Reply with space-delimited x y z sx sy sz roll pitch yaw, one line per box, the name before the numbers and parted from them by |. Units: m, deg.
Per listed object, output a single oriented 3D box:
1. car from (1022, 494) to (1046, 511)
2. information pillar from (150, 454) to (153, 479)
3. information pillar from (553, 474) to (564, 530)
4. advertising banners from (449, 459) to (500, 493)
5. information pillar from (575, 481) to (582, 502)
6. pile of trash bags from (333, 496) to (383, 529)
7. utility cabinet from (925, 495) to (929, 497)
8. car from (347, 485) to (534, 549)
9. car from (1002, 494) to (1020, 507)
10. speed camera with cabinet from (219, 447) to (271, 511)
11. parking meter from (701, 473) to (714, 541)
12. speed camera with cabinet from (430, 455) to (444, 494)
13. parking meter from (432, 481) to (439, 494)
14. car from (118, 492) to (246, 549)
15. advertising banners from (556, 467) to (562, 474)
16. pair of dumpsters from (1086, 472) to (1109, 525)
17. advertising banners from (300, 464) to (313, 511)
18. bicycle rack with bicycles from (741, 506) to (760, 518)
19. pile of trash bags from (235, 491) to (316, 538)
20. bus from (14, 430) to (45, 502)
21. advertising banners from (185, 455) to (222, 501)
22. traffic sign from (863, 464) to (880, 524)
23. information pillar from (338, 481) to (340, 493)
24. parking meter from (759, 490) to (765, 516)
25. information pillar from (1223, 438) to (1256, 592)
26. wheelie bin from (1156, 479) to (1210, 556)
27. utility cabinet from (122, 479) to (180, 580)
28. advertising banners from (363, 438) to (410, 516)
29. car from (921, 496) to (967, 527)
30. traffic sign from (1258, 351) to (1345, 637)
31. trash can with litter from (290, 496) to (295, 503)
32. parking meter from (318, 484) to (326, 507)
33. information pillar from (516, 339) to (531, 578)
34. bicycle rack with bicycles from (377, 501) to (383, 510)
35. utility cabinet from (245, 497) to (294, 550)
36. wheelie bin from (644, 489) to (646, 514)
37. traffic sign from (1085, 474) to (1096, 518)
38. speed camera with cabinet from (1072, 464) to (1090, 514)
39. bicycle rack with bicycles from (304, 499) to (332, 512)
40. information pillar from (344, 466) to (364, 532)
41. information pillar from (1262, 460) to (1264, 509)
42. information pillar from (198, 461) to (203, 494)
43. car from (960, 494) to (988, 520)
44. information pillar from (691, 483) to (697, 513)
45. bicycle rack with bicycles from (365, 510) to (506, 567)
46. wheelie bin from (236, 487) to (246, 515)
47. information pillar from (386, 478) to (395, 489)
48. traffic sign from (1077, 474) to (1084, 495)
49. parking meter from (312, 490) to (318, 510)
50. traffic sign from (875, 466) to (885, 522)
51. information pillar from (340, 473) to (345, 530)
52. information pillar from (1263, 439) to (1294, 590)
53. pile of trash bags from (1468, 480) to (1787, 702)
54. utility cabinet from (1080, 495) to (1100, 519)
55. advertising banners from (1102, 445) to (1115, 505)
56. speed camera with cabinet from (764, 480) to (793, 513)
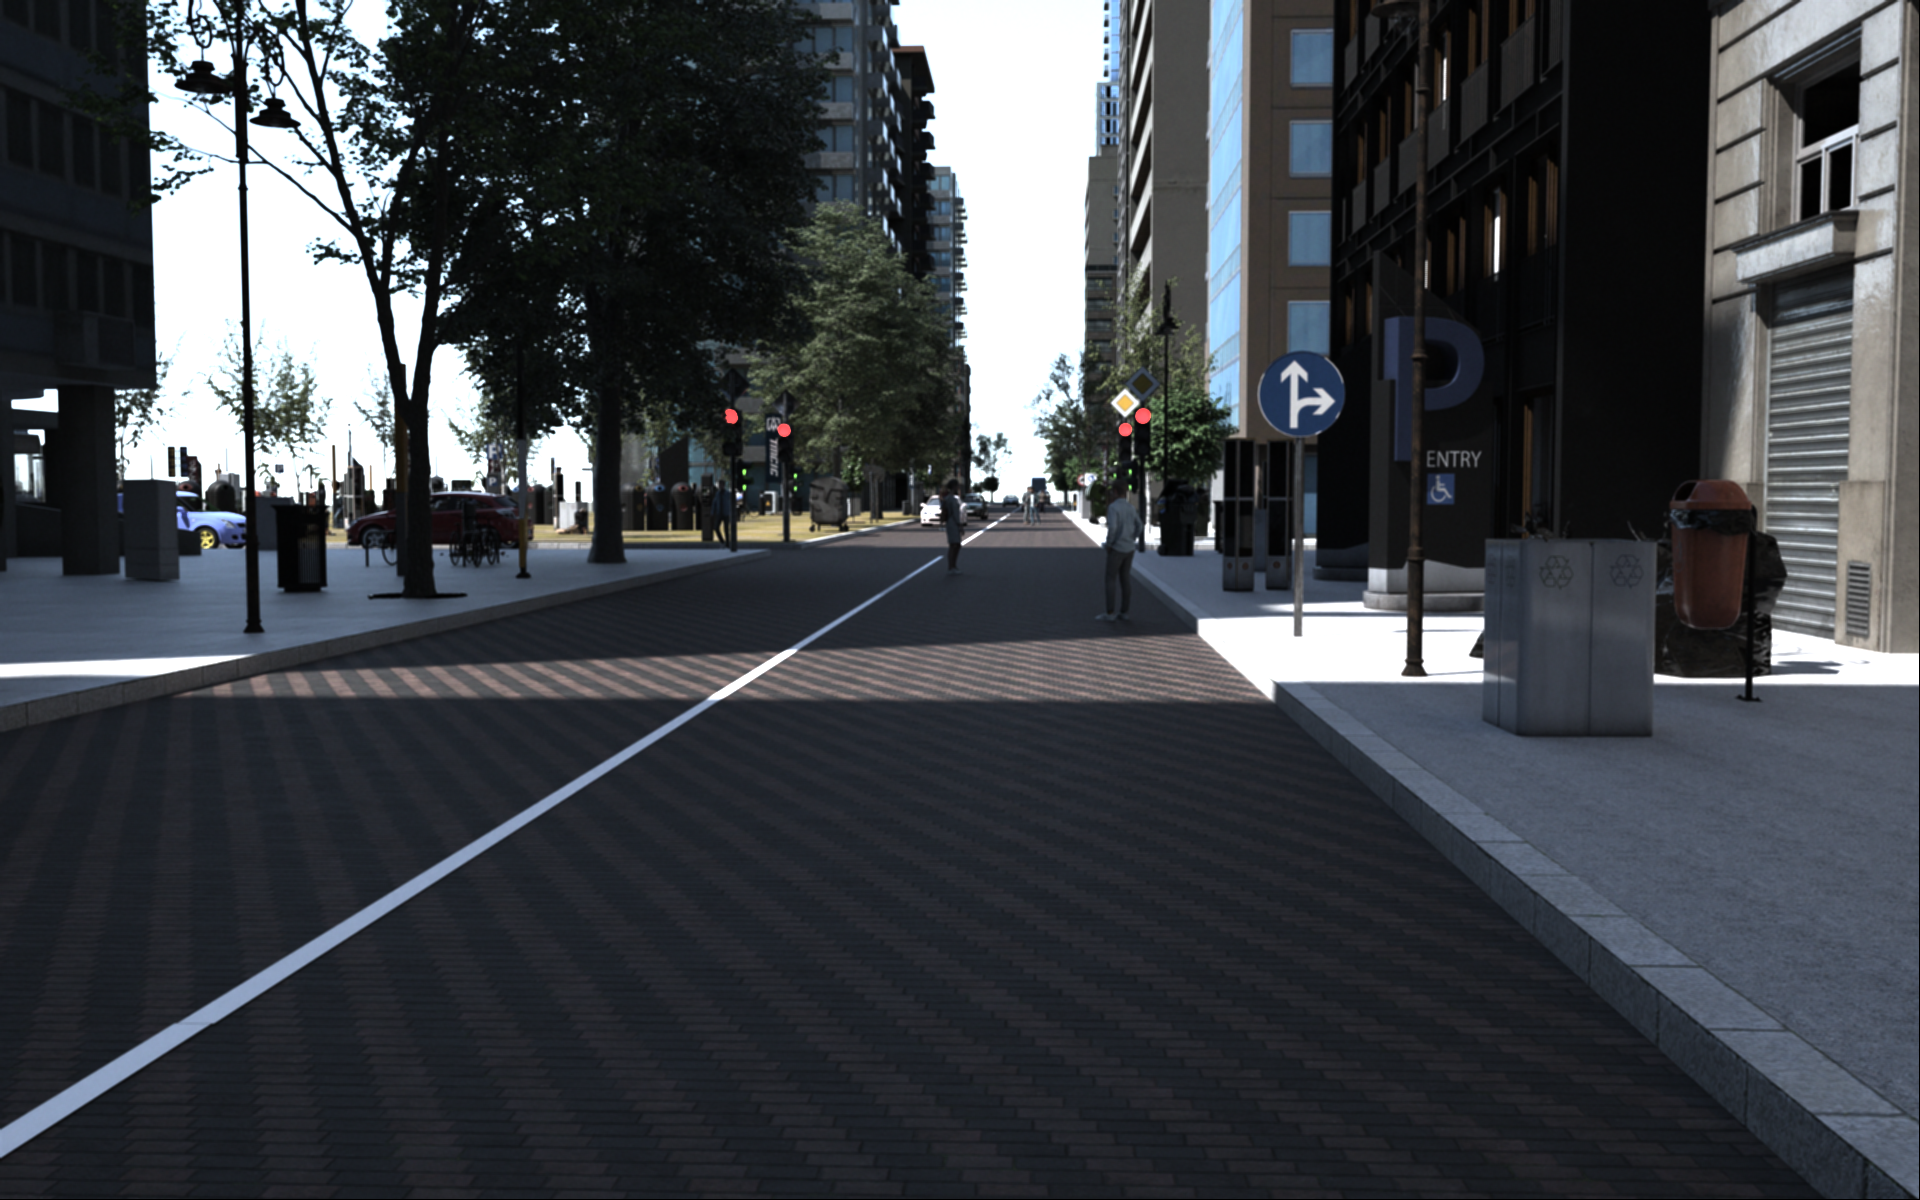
car | 6.141 -8.350 145.566 2.155 1.783 4.494 0 4 4
information pillar | -46.658 -6.645 100.007 0.183 3.616 0.504 -2 4 -34
information pillar | -14.364 -3.518 62.006 0.304 2.012 0.304 -2 4 -33
advertising banners | -18.659 -4.306 66.597 2.074 3.025 0.090 -1 4 -15
information pillar | -21.397 -5.665 97.113 0.304 2.012 0.304 0 4 2
pile of trash bags | -21.681 -3.389 65.155 1.912 1.369 3.447 3 5 41
utility cabinet | -2.553 -6.574 118.643 0.306 1.237 1.020 3 4 36
car | -12.754 -2.042 42.431 4.494 1.783 2.155 0 4 4
car | 5.762 -11.242 195.600 2.131 1.459 4.920 0 4 2
speed camera with cabinet | -30.225 -4.823 73.196 2.038 3.252 0.660 1 4 9
parking meter | -6.879 -2.536 47.169 0.255 1.863 0.399 0 4 5
speed camera with cabinet | -27.214 -5.713 87.748 2.038 3.252 0.660 -1 4 -20
parking meter | -23.633 -4.423 78.034 0.255 1.863 0.399 -2 4 -27
car | -19.900 -2.111 44.109 3.694 1.707 1.945 0 4 3
advertising banners | -25.953 -6.935 109.579 0.090 3.025 2.074 3 4 37
pair of dumpsters | 6.183 -4.357 73.730 1.574 2.255 4.437 0 4 3
advertising banners | -37.680 -6.344 99.910 0.090 3.025 2.074 0 4 0
bicycle rack with bicycles | -12.270 -4.906 93.600 2.925 0.926 2.852 0 3 0
pile of trash bags | -19.919 -2.449 49.799 1.912 1.369 3.447 -1 4 -11
bus | -29.195 -2.975 43.495 13.247 3.499 2.948 0 4 2
advertising banners | -33.985 -5.040 78.588 2.074 3.025 0.090 -1 4 -19
traffic sign | -3.810 -4.540 74.328 0.768 2.556 0.104 1 4 10
information pillar | -34.611 -5.669 97.175 0.304 2.012 0.304 -2 4 -34
parking meter | -11.746 -5.769 102.731 0.372 1.533 0.369 0 3 0
information pillar | 3.676 -1.121 22.821 0.304 2.012 0.304 -2 4 -30
wheelie bin | 4.552 -1.718 35.995 0.980 1.594 0.693 -3 5 -43
utility cabinet | -12.044 -1.047 25.800 1.173 1.500 0.318 3 5 42
advertising banners | -17.704 -3.515 53.665 0.090 3.025 2.074 3 4 38
car | -0.676 -3.967 77.214 2.083 1.381 4.827 0 4 3
traffic sign | 3.042 -0.942 15.512 0.768 2.556 0.104 0 4 5
trash can with litter | -47.159 -6.731 121.440 1.055 1.170 0.624 1 4 12
parking meter | -32.320 -5.018 87.761 0.399 1.863 0.255 -1 4 -21
information pillar | -6.707 -2.152 26.539 0.183 3.616 0.504 0 4 -8
bicycle rack with bicycles | -30.759 -4.777 91.482 2.852 0.926 2.925 -2 4 -29
utility cabinet | -15.799 -1.744 39.675 1.020 1.237 0.306 0 4 0
wheelie bin | -20.487 -6.436 113.138 0.980 1.594 0.693 2 4 31
traffic sign | 6.537 -5.157 86.447 0.606 2.300 0.079 1 4 12
speed camera with cabinet | 8.056 -7.323 114.075 0.660 3.252 2.038 -1 4 -20
bicycle rack with bicycles | -42.919 -6.337 116.999 2.852 0.926 2.925 -2 4 -24
information pillar | -16.084 -2.544 46.082 0.304 2.012 0.304 3 4 36
information pillar | 6.677 -2.004 37.250 0.304 2.012 0.304 2 4 24
information pillar | -49.654 -7.442 113.023 0.183 3.616 0.504 1 4 18
car | 0.639 -5.385 97.827 2.009 1.686 4.222 0 4 4
information pillar | -17.949 -6.874 116.876 0.304 2.012 0.304 -2 4 -26
bicycle rack with bicycles | -9.427 -1.118 31.659 2.852 0.926 2.925 0 4 5
wheelie bin | -32.075 -4.275 77.805 0.980 1.594 0.693 2 4 27
information pillar | -25.822 -4.531 78.578 0.304 2.012 0.304 1 4 9
traffic sign | 7.801 -6.707 109.759 0.768 2.556 0.104 1 4 12
parking meter | -44.857 -6.851 120.430 0.372 1.533 0.369 0 3 0
traffic sign | -3.750 -4.778 78.220 0.768 2.556 0.104 1 4 10
information pillar | -20.896 -3.354 59.329 0.304 2.012 0.304 3 4 38
information pillar | 4.284 -1.145 23.216 0.304 2.012 0.304 1 4 22
pile of trash bags | 4.822 -0.149 12.182 1.912 1.369 3.447 0 4 6
utility cabinet | 6.614 -4.696 87.937 1.020 1.237 0.306 -1 4 -19
advertising banners | 5.510 -4.052 62.430 0.090 3.025 2.074 2 4 28
speed camera with cabinet | -12.093 -7.355 114.585 2.038 3.252 0.660 1 4 10
